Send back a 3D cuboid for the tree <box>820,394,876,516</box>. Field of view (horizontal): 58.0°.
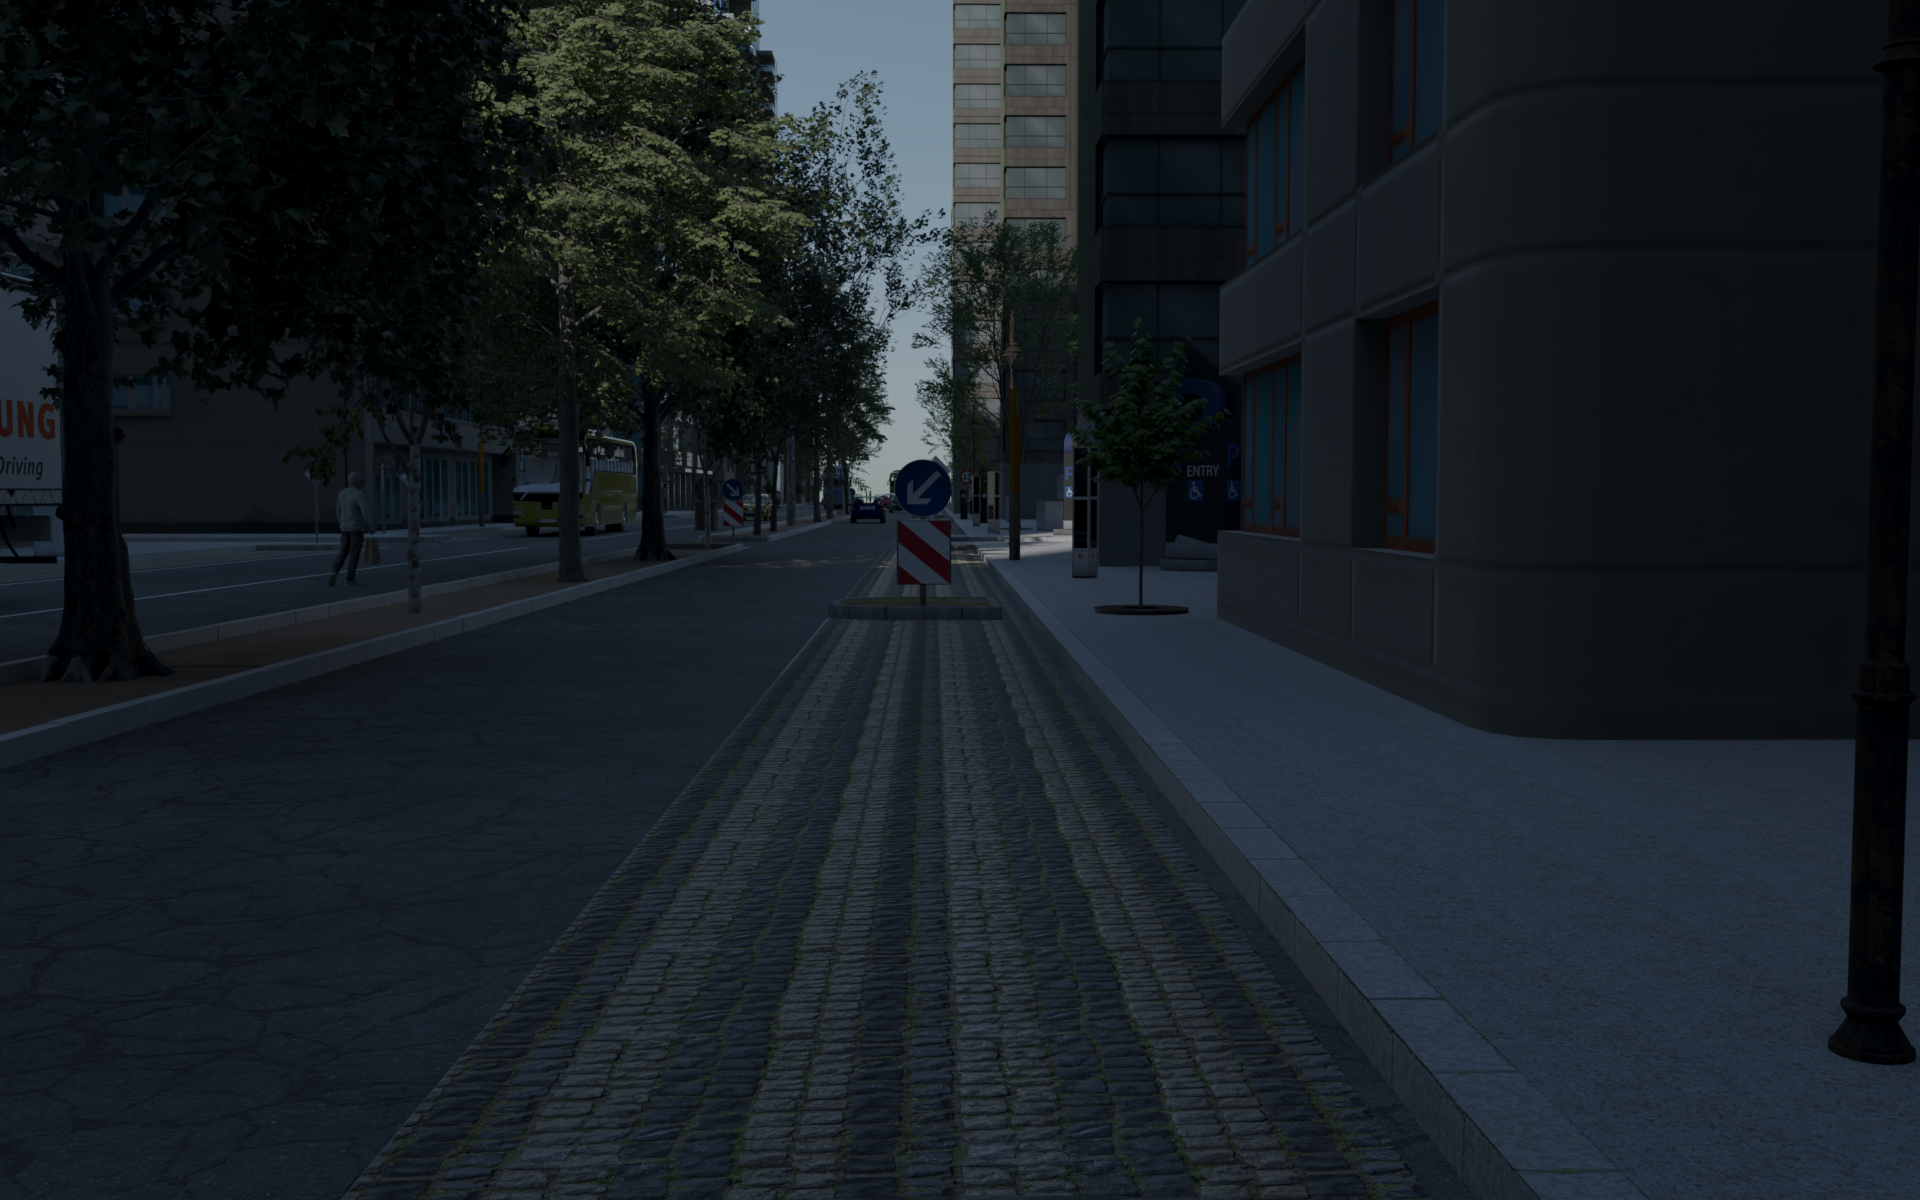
[{"bbox_3d":[-8.060,-10.622,126.491,4.360,8.622,3.978,0,3,0],"label":"tree"}]

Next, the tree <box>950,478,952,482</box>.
[{"bbox_3d":[-0.619,-10.594,167.814,1.663,3.219,1.824,0,3,0],"label":"tree"}]

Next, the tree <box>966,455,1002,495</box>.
[{"bbox_3d":[1.111,-5.520,84.858,1.663,3.219,1.824,0,3,0],"label":"tree"}]

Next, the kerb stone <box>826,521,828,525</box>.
[{"bbox_3d":[-6.196,-3.433,78.430,0.120,0.150,1.000,0,4,-1],"label":"kerb stone"}]

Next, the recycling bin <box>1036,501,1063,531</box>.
[{"bbox_3d":[3.144,-2.944,60.681,0.722,1.027,0.722,-2,4,-24],"label":"recycling bin"}]

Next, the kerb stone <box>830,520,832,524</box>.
[{"bbox_3d":[-6.249,-3.627,81.500,0.120,0.150,1.000,0,4,-1],"label":"kerb stone"}]

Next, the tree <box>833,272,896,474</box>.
[{"bbox_3d":[-7.108,-10.162,86.737,7.486,12.596,7.792,0,3,0],"label":"tree"}]

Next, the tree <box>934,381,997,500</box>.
[{"bbox_3d":[0.562,-9.769,110.089,4.737,8.622,4.395,0,3,0],"label":"tree"}]

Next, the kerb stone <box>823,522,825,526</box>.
[{"bbox_3d":[-6.168,-3.313,76.376,0.120,0.150,1.000,0,4,-1],"label":"kerb stone"}]

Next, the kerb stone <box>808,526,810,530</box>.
[{"bbox_3d":[-6.013,-2.750,67.166,0.120,0.150,1.000,0,4,-1],"label":"kerb stone"}]

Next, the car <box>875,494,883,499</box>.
[{"bbox_3d":[-12.727,-15.935,272.539,2.014,1.417,4.499,0,4,-2],"label":"car"}]

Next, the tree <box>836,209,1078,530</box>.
[{"bbox_3d":[2.065,-8.359,62.423,9.928,11.665,9.643,0,3,0],"label":"tree"}]

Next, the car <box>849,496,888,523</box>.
[{"bbox_3d":[-4.539,-4.473,85.720,1.945,1.354,3.894,0,4,-2],"label":"car"}]

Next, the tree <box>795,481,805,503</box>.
[{"bbox_3d":[-21.978,-14.899,238.203,1.663,3.219,1.824,0,3,0],"label":"tree"}]

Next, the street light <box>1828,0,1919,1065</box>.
[{"bbox_3d":[2.093,-1.897,3.798,0.468,5.910,1.993,0,4,-1],"label":"street light"}]

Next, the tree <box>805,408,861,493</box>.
[{"bbox_3d":[-8.011,-9.454,107.389,4.737,8.622,4.395,0,3,0],"label":"tree"}]

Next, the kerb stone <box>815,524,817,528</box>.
[{"bbox_3d":[-6.077,-3.001,71.255,0.120,0.150,1.000,0,4,-1],"label":"kerb stone"}]

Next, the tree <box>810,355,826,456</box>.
[{"bbox_3d":[-7.944,-11.679,119.170,9.928,11.665,9.643,0,3,0],"label":"tree"}]

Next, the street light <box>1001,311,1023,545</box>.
[{"bbox_3d":[1.308,-4.345,43.827,0.468,5.910,1.993,0,4,-1],"label":"street light"}]

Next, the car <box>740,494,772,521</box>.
[{"bbox_3d":[-11.150,-5.120,93.927,2.015,1.641,3.980,0,3,0],"label":"car"}]

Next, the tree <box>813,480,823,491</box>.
[{"bbox_3d":[-23.709,-18.403,284.595,4.285,4.588,4.351,0,3,0],"label":"tree"}]

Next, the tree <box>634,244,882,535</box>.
[{"bbox_3d":[-7.109,-7.845,65.137,8.767,10.594,7.601,0,4,-1],"label":"tree"}]

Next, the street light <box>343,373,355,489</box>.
[{"bbox_3d":[-18.886,-4.920,53.238,0.468,5.910,1.993,0,4,-1],"label":"street light"}]

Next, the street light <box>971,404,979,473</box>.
[{"bbox_3d":[0.712,-7.037,87.841,0.468,5.910,1.993,0,4,-1],"label":"street light"}]

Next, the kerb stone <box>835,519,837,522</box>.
[{"bbox_3d":[-6.312,-3.878,85.594,0.120,0.150,1.000,0,4,-1],"label":"kerb stone"}]

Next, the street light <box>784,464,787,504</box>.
[{"bbox_3d":[-21.441,-14.725,213.534,0.468,5.910,1.993,0,4,-1],"label":"street light"}]

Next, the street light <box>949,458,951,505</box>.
[{"bbox_3d":[-1.204,-14.162,204.329,0.468,5.910,1.993,0,4,-1],"label":"street light"}]

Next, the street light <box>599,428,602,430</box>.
[{"bbox_3d":[-19.536,-7.369,93.270,0.468,5.910,1.993,0,4,-1],"label":"street light"}]

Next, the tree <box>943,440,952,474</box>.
[{"bbox_3d":[-0.113,-16.252,216.086,4.360,8.622,3.978,0,3,0],"label":"tree"}]

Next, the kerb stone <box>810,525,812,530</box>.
[{"bbox_3d":[-6.029,-2.811,68.189,0.120,0.150,1.000,0,4,-1],"label":"kerb stone"}]

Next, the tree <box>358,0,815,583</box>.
[{"bbox_3d":[-6.180,-6.524,27.248,7.486,12.596,7.792,0,3,0],"label":"tree"}]

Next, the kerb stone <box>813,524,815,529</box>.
[{"bbox_3d":[-6.063,-2.928,70.233,0.120,0.150,1.000,0,4,-1],"label":"kerb stone"}]

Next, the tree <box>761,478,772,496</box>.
[{"bbox_3d":[-21.096,-12.006,190.895,1.663,3.219,1.824,0,3,0],"label":"tree"}]

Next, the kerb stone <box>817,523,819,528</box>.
[{"bbox_3d":[-6.099,-3.063,72.281,0.120,0.150,1.000,0,4,-1],"label":"kerb stone"}]

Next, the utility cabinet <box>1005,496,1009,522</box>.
[{"bbox_3d":[2.251,-4.174,79.403,0.306,1.237,1.020,0,4,6],"label":"utility cabinet"}]

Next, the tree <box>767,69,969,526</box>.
[{"bbox_3d":[-6.351,-13.336,76.387,12.611,20.169,13.585,0,3,0],"label":"tree"}]

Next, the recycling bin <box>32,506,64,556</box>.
[{"bbox_3d":[-18.738,-1.427,35.885,0.722,1.027,0.722,-1,4,-17],"label":"recycling bin"}]

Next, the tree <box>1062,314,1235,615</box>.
[{"bbox_3d":[1.926,-1.483,18.847,1.663,3.219,1.824,0,3,0],"label":"tree"}]

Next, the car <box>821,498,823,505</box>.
[{"bbox_3d":[-16.744,-12.763,221.262,1.945,1.354,3.894,0,4,1],"label":"car"}]

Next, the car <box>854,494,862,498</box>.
[{"bbox_3d":[-12.931,-12.705,216.525,1.959,1.807,4.718,0,4,-2],"label":"car"}]

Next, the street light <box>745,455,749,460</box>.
[{"bbox_3d":[-20.763,-12.036,169.573,0.468,5.910,1.993,0,4,-1],"label":"street light"}]

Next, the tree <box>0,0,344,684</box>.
[{"bbox_3d":[-6.707,-5.721,13.003,9.611,12.733,9.660,0,3,0],"label":"tree"}]

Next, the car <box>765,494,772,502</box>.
[{"bbox_3d":[-14.357,-6.926,123.463,2.015,1.641,3.980,0,4,1],"label":"car"}]

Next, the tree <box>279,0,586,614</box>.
[{"bbox_3d":[-6.544,-4.148,20.632,4.737,8.622,4.395,0,3,0],"label":"tree"}]

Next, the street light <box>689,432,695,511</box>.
[{"bbox_3d":[-20.044,-9.587,129.542,0.468,5.910,1.993,0,4,-1],"label":"street light"}]

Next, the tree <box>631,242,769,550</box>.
[{"bbox_3d":[-6.451,-5.574,43.961,4.360,8.622,3.978,0,3,0],"label":"tree"}]

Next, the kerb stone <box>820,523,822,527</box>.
[{"bbox_3d":[-6.131,-3.189,74.332,0.120,0.150,1.000,0,4,-1],"label":"kerb stone"}]

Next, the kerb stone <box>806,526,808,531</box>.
[{"bbox_3d":[-5.993,-2.684,66.143,0.120,0.150,1.000,0,4,-1],"label":"kerb stone"}]

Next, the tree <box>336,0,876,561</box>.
[{"bbox_3d":[-6.598,-7.174,36.761,9.611,12.733,9.660,0,3,0],"label":"tree"}]
